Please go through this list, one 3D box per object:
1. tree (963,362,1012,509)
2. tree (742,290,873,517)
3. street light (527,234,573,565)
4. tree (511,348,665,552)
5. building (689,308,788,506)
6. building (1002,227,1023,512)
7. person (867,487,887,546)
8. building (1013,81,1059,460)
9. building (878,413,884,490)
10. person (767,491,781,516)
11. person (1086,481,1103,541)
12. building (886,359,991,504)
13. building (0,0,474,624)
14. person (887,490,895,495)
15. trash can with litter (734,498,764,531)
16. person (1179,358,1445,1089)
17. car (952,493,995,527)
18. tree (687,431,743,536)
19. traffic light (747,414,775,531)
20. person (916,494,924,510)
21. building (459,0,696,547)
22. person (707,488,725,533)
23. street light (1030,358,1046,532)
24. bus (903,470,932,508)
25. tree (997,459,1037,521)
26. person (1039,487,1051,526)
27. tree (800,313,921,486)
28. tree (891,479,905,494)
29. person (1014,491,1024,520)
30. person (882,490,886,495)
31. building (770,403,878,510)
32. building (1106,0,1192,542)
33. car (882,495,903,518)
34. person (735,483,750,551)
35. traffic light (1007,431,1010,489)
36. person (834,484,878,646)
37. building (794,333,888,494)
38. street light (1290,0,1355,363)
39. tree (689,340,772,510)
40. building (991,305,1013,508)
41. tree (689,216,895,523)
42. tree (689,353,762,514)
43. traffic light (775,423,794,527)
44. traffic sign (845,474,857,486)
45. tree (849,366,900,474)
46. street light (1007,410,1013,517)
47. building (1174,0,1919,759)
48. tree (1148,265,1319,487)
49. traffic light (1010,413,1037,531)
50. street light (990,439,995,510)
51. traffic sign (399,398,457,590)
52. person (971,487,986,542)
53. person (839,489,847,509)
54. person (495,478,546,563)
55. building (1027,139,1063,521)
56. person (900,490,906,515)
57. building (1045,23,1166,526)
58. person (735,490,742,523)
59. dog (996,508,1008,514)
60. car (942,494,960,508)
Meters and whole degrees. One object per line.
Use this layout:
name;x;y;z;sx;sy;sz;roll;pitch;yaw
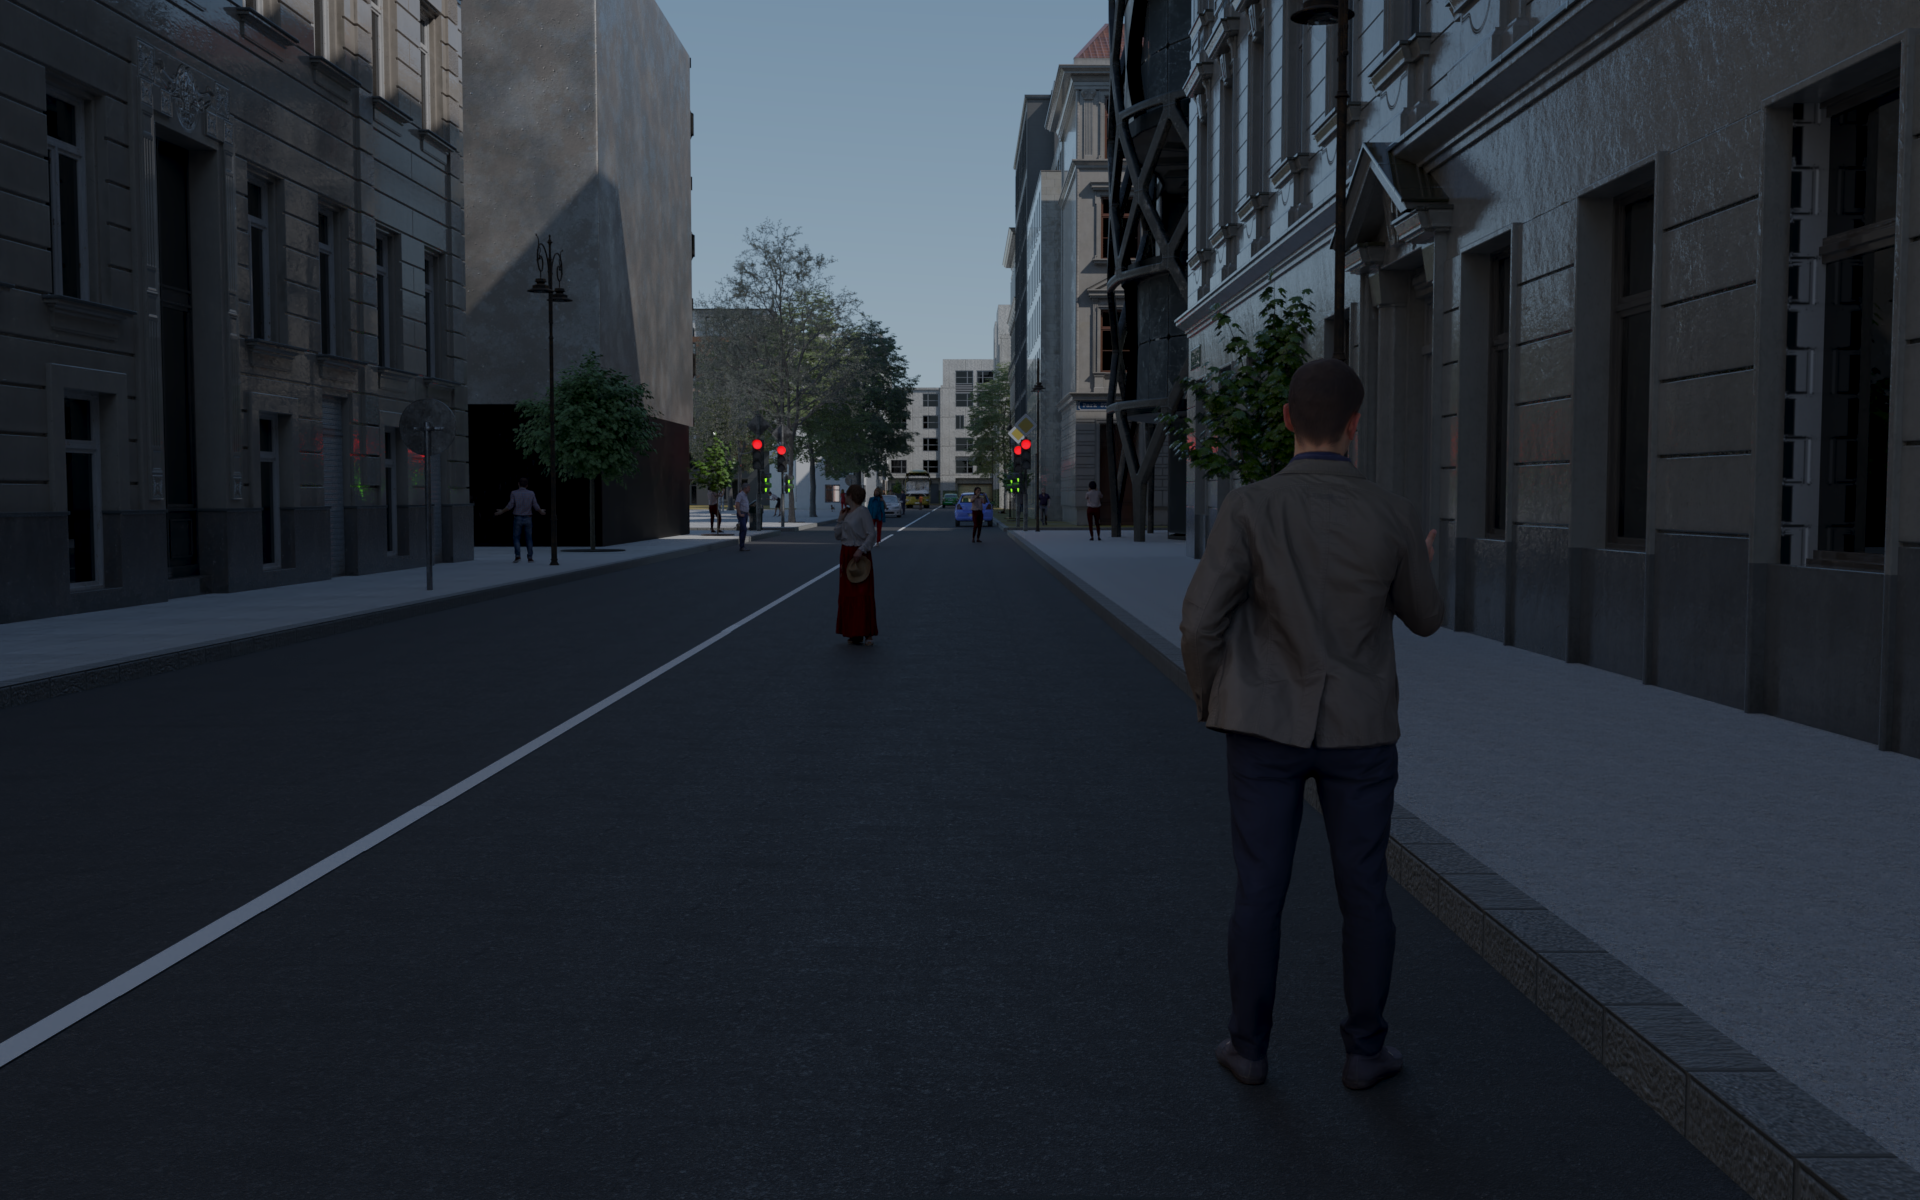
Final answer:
tree;3.694;-14.088;148.467;7.486;12.596;7.792;0;3;0
tree;-8.624;-10.896;96.283;7.486;12.596;7.792;0;3;0
street light;-7.308;-3.562;31.019;0.468;5.910;1.993;0;3;0
tree;-8.155;-3.365;38.731;4.285;4.588;4.351;0;3;0
building;-36.935;-22.054;204.550;32.646;21.610;27.936;0;3;0
building;8.976;-18.582;132.689;11.050;23.489;19.941;0;3;0
person;-2.316;-2.273;47.362;0.593;1.614;0.444;2;4;34
building;10.842;-19.372;110.246;14.314;27.812;24.014;0;3;0
building;-12.709;-14.876;185.370;9.099;9.664;28.070;0;3;0
person;-10.631;-5.505;99.233;0.799;1.438;0.628;-3;4;-38
person;3.679;-2.467;47.837;0.517;1.644;0.566;3;4;38
building;-2.255;-22.562;235.338;31.486;18.905;16.747;0;3;0
building;-15.069;-13.663;20.657;12.463;27.353;25.104;0;3;0
person;-7.375;-10.944;185.502;0.617;1.759;0.750;2;4;30
trash can with litter;-7.388;-3.006;60.532;1.055;1.170;0.624;0;4;3
person;0.904;0.284;4.387;0.617;1.759;0.750;1;4;15
car;0.618;-4.140;77.286;1.945;1.707;3.694;0;3;0
tree;-7.596;-3.586;53.237;1.663;3.219;1.824;0;3;0
traffic light;-6.920;-4.305;59.629;0.839;4.213;0.868;0;3;0
person;-3.577;-8.865;156.709;0.557;1.426;1.065;3;4;39
building;-17.014;-11.150;49.761;16.811;18.784;16.820;0;3;0
person;-8.122;-3.070;57.699;0.566;1.644;0.517;0;4;-3
street light;2.654;-5.271;58.974;0.468;5.910;1.993;0;3;0
bus;-4.308;-11.389;177.760;2.896;3.916;12.252;0;4;-1
tree;2.580;-5.322;81.611;1.663;3.219;1.824;0;3;0
person;3.473;-3.805;70.457;0.569;1.553;0.471;3;4;38
tree;-7.358;-13.295;124.026;9.857;13.997;8.962;0;3;0
tree;-7.220;-12.808;204.009;1.663;3.219;1.824;0;3;0
person;3.013;-4.838;85.971;0.655;1.722;0.431;-1;4;-21
person;-8.911;-11.880;201.102;0.721;1.723;1.217;-2;4;-29
building;-12.921;-13.160;157.319;9.099;9.664;28.070;0;3;0
building;12.609;-11.165;50.001;16.820;18.784;16.811;0;3;0
car;-4.548;-5.774;106.771;2.083;1.381;4.827;0;4;-2
person;-5.429;-2.101;43.782;0.436;1.711;0.756;1;4;20
traffic light;2.248;-4.794;67.623;0.839;4.213;0.868;0;3;0
person;-0.980;-0.340;16.523;0.387;1.526;0.523;-3;4;-37
building;-14.577;-21.607;209.690;11.380;20.091;16.016;0;3;0
street light;2.680;-2.412;12.217;0.468;5.910;1.993;0;3;0
tree;-18.191;-13.941;135.354;7.806;13.903;7.818;0;3;0
building;11.940;-18.576;170.169;16.747;18.905;31.486;0;3;0
tree;-7.646;-10.196;77.078;12.009;13.543;11.850;0;3;0
tree;-12.056;-8.359;87.027;4.360;8.622;3.978;0;3;0
traffic light;-6.913;-4.793;67.614;0.839;4.213;0.868;0;3;0
traffic sign;-7.008;-6.782;110.993;0.768;2.556;0.104;1;4;10
tree;-8.124;-12.831;135.549;9.928;11.665;9.643;0;3;0
street light;2.760;-7.496;95.353;0.468;5.910;1.993;0;3;0
building;12.529;-14.497;13.438;17.030;29.872;44.131;0;3;0
tree;2.698;-1.234;14.781;1.663;3.219;1.824;0;3;0
traffic light;2.241;-4.305;59.638;0.839;4.213;0.868;0;3;0
street light;2.685;-10.352;142.045;0.468;5.910;1.993;0;3;0
traffic sign;-7.082;-1.404;23.055;0.768;2.556;0.104;0;4;1
person;0.554;-2.529;51.310;0.517;1.644;0.566;1;4;17
person;-7.601;-6.466;113.467;0.444;1.614;0.593;-3;4;-38
person;-8.162;-1.490;32.357;0.963;1.587;0.435;-2;4;-33
building;9.004;-14.393;90.077;10.420;20.320;16.860;0;3;0
person;-3.923;-6.754;119.848;0.541;1.710;0.530;-3;5;-41
building;14.449;-14.550;74.044;21.152;22.565;11.583;0;3;0
person;-8.208;-3.348;65.205;0.435;1.587;0.963;3;4;39
dog;2.688;-5.789;112.378;0.748;0.427;0.550;1;4;21
car;-0.933;-10.473;180.030;1.959;1.807;4.718;0;4;0
